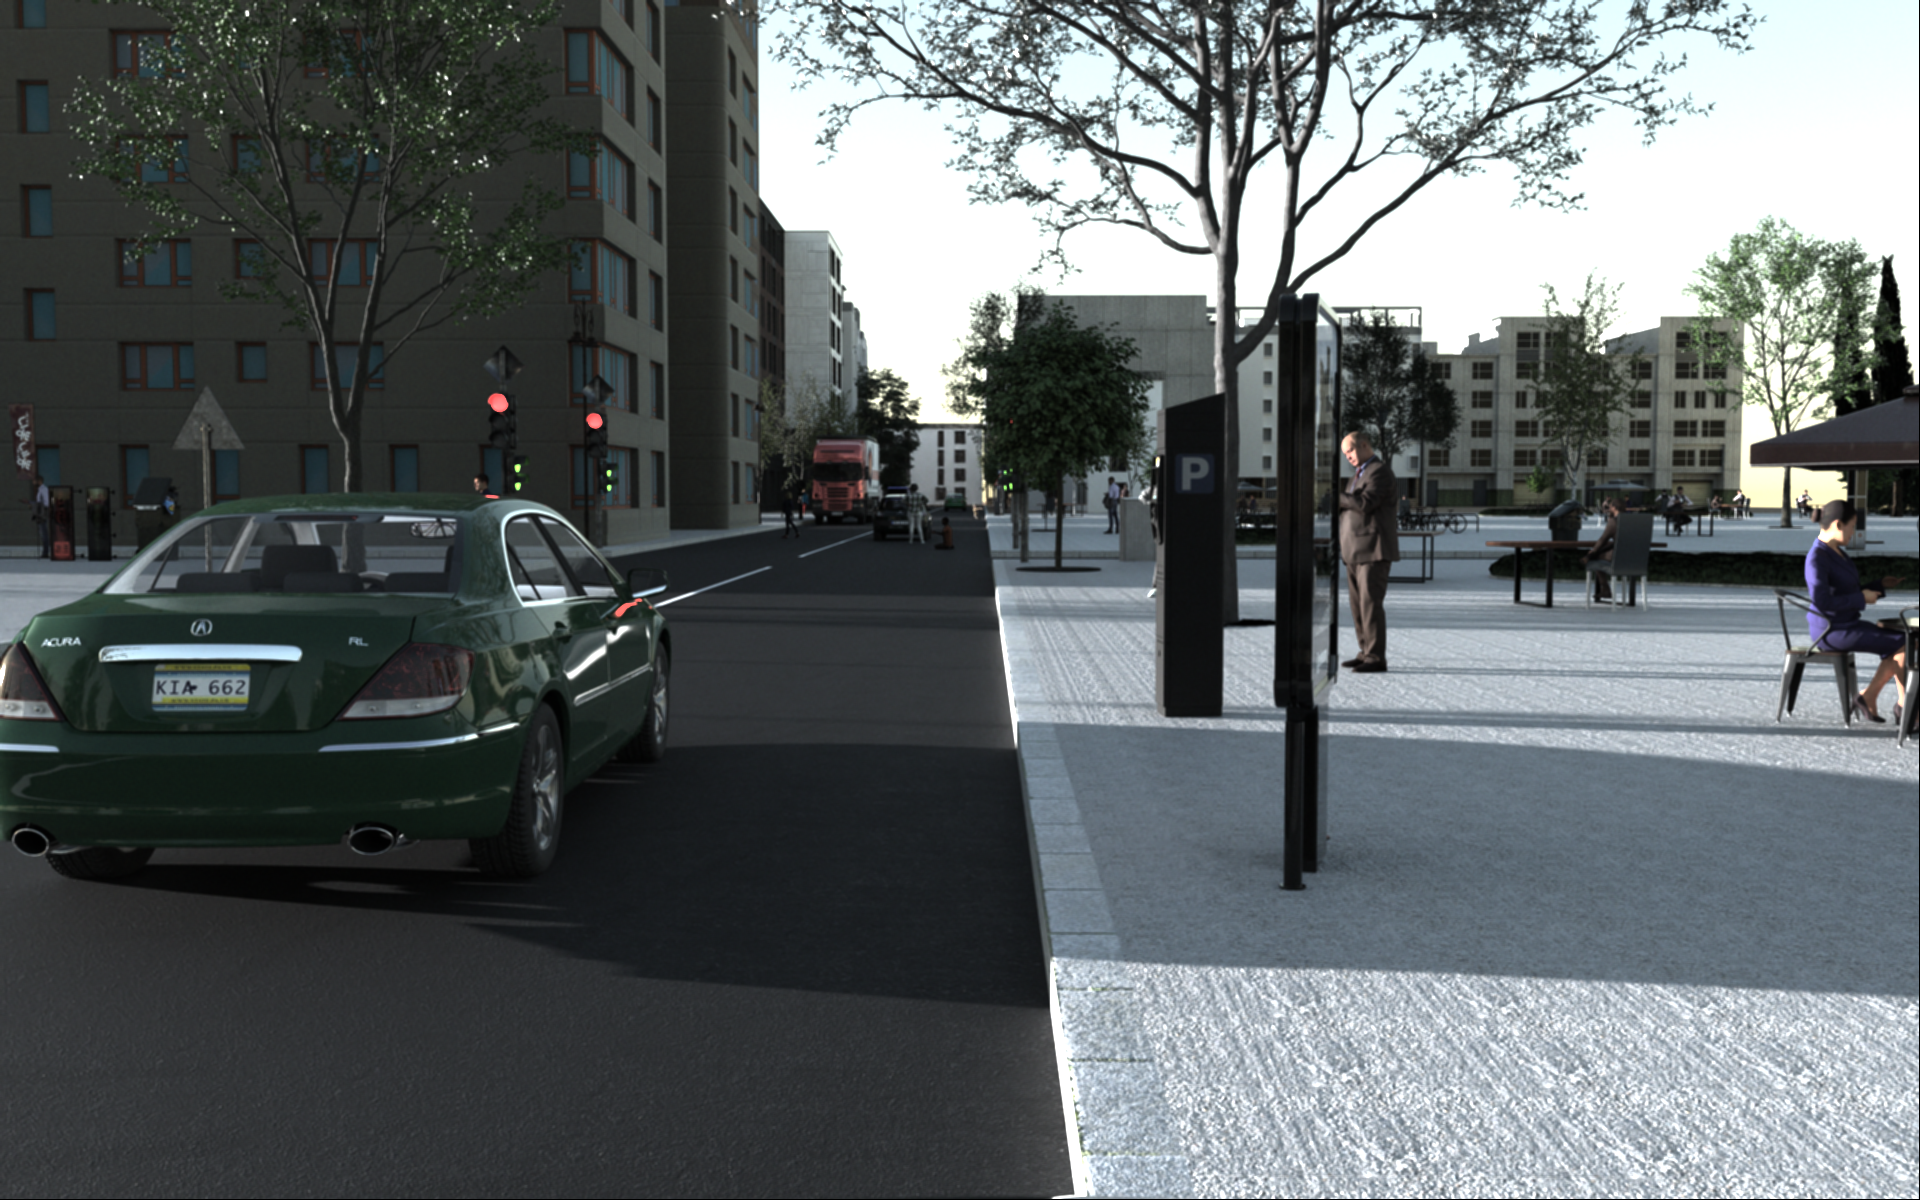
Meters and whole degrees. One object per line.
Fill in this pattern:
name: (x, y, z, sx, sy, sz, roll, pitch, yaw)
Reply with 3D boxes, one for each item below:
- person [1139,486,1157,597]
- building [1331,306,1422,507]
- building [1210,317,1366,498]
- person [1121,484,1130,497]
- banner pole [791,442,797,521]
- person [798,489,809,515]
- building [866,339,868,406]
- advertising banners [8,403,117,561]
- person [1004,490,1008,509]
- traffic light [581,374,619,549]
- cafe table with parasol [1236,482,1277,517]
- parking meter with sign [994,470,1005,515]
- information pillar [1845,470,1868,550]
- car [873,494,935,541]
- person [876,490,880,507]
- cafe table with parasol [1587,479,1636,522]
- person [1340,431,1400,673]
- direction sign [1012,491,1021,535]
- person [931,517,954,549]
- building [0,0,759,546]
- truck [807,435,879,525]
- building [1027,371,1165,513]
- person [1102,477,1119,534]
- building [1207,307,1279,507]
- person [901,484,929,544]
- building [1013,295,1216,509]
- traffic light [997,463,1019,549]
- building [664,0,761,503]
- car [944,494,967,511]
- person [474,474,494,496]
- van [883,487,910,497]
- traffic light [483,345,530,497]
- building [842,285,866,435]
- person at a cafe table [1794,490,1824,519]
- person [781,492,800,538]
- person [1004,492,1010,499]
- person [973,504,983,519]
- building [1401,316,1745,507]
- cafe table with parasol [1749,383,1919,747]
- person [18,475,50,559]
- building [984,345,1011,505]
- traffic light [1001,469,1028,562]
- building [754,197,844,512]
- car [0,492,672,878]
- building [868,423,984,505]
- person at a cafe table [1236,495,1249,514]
person: (2.652, -0.907, 21.597, 0.841, 1.734, 0.376, 0, 4, 7)
building: (40.738, -19.852, 181.004, 11.380, 20.091, 16.016, 0, 4, 1)
building: (30.639, -22.662, 214.491, 32.646, 21.610, 27.936, 0, 4, 1)
person: (8.865, -5.259, 92.155, 0.434, 1.807, 0.598, -2, 4, -31)
banner pole: (-8.097, -5.727, 83.660, 0.401, 3.779, 0.863, 0, 4, -4)
person: (-9.417, -5.902, 104.240, 0.593, 1.614, 0.444, 0, 4, -1)
building: (-15.591, -19.910, 181.944, 11.380, 20.091, 16.016, 0, 4, 1)
advertising banners: (-17.197, -2.261, 33.160, 2.074, 3.025, 0.090, 0, 4, 6)
person: (3.800, -8.660, 148.087, 0.568, 1.767, 0.683, 0, 4, 0)
traffic light: (-8.462, -3.161, 40.599, 0.839, 4.253, 0.868, 0, 4, 1)
cafe table with parasol: (16.128, -5.724, 98.445, 2.610, 1.966, 2.610, 2, 4, 32)
parking meter with sign: (2.414, -6.634, 104.729, 0.543, 3.016, 1.738, 1, 4, 10)
information pillar: (20.561, -2.155, 39.719, 0.304, 2.012, 0.304, -1, 4, -11)
car: (-1.793, -2.746, 54.681, 2.009, 1.686, 4.222, 0, 4, 1)
person: (-7.319, -9.074, 155.334, 0.436, 1.711, 0.756, 1, 4, 10)
cafe table with parasol: (29.689, -4.482, 78.140, 2.610, 1.966, 2.610, 2, 4, 28)
person: (2.913, -0.363, 12.657, 0.600, 1.739, 0.565, -2, 4, -33)
direction sign: (1.813, -3.792, 54.002, 0.876, 3.537, 0.379, 1, 4, 11)
person: (-0.464, -1.731, 45.084, 0.655, 0.850, 0.859, 1, 4, 19)
building: (-22.276, -12.925, 56.370, 27.650, 21.520, 28.899, 0, 4, 1)
truck: (-5.550, -5.859, 84.701, 2.839, 4.237, 11.283, 0, 4, 1)
building: (9.609, -11.635, 132.378, 9.099, 9.664, 28.070, 0, 4, 1)
person: (4.833, -3.063, 55.989, 0.599, 1.838, 0.709, 3, 4, 36)
building: (28.672, -19.860, 181.129, 11.380, 20.091, 16.016, 0, 4, 1)
person: (-1.312, -2.504, 50.159, 0.841, 1.734, 0.376, 0, 4, -6)
building: (13.600, -18.100, 162.393, 16.747, 18.905, 31.486, 0, 4, 1)
traffic light: (1.298, -3.154, 40.489, 0.839, 4.253, 0.868, 0, 4, 1)
building: (-18.058, -26.797, 88.240, 14.600, 45.320, 14.200, 0, 4, 1)
car: (-0.376, -8.348, 145.279, 1.959, 1.807, 4.718, 0, 4, 2)
person: (-7.247, -1.043, 26.254, 0.504, 1.737, 0.576, -1, 4, -12)
van: (-5.161, -8.553, 144.222, 2.240, 2.365, 5.245, 0, 4, 1)
traffic light: (-8.566, -2.672, 32.615, 0.839, 4.253, 0.868, 0, 4, 1)
building: (-17.076, -18.229, 154.472, 16.016, 20.091, 11.380, 0, 4, 1)
person at a cafe table: (44.685, -5.049, 91.059, 1.698, 1.524, 1.622, -1, 4, -16)
person: (-5.538, -2.781, 56.504, 0.613, 1.512, 0.480, -3, 5, -43)
person: (3.210, -7.603, 130.293, 0.705, 1.831, 1.348, -3, 5, -44)
person: (1.013, -4.981, 97.868, 0.695, 0.859, 0.347, 3, 4, 37)
building: (62.169, -19.223, 180.755, 31.486, 18.905, 16.747, 0, 4, 1)
cafe table with parasol: (5.436, -0.271, 9.299, 2.610, 1.966, 2.610, 0, 4, 1)
person: (-19.852, -1.763, 37.187, 0.599, 1.838, 0.709, -3, 4, -36)
building: (8.558, -21.592, 209.453, 11.380, 20.091, 16.016, 0, 4, 1)
traffic light: (1.195, -2.666, 32.505, 0.839, 4.253, 0.868, 0, 4, 1)
building: (-24.122, -17.649, 132.543, 27.936, 21.610, 32.646, 0, 4, 1)
car: (-2.485, 0.238, 7.902, 2.131, 1.459, 4.920, 0, 4, -1)
building: (-11.217, -16.139, 206.014, 28.070, 9.664, 9.099, 0, 4, 1)
person at a cafe table: (16.810, -5.818, 105.985, 1.726, 1.238, 1.698, 1, 4, 10)
